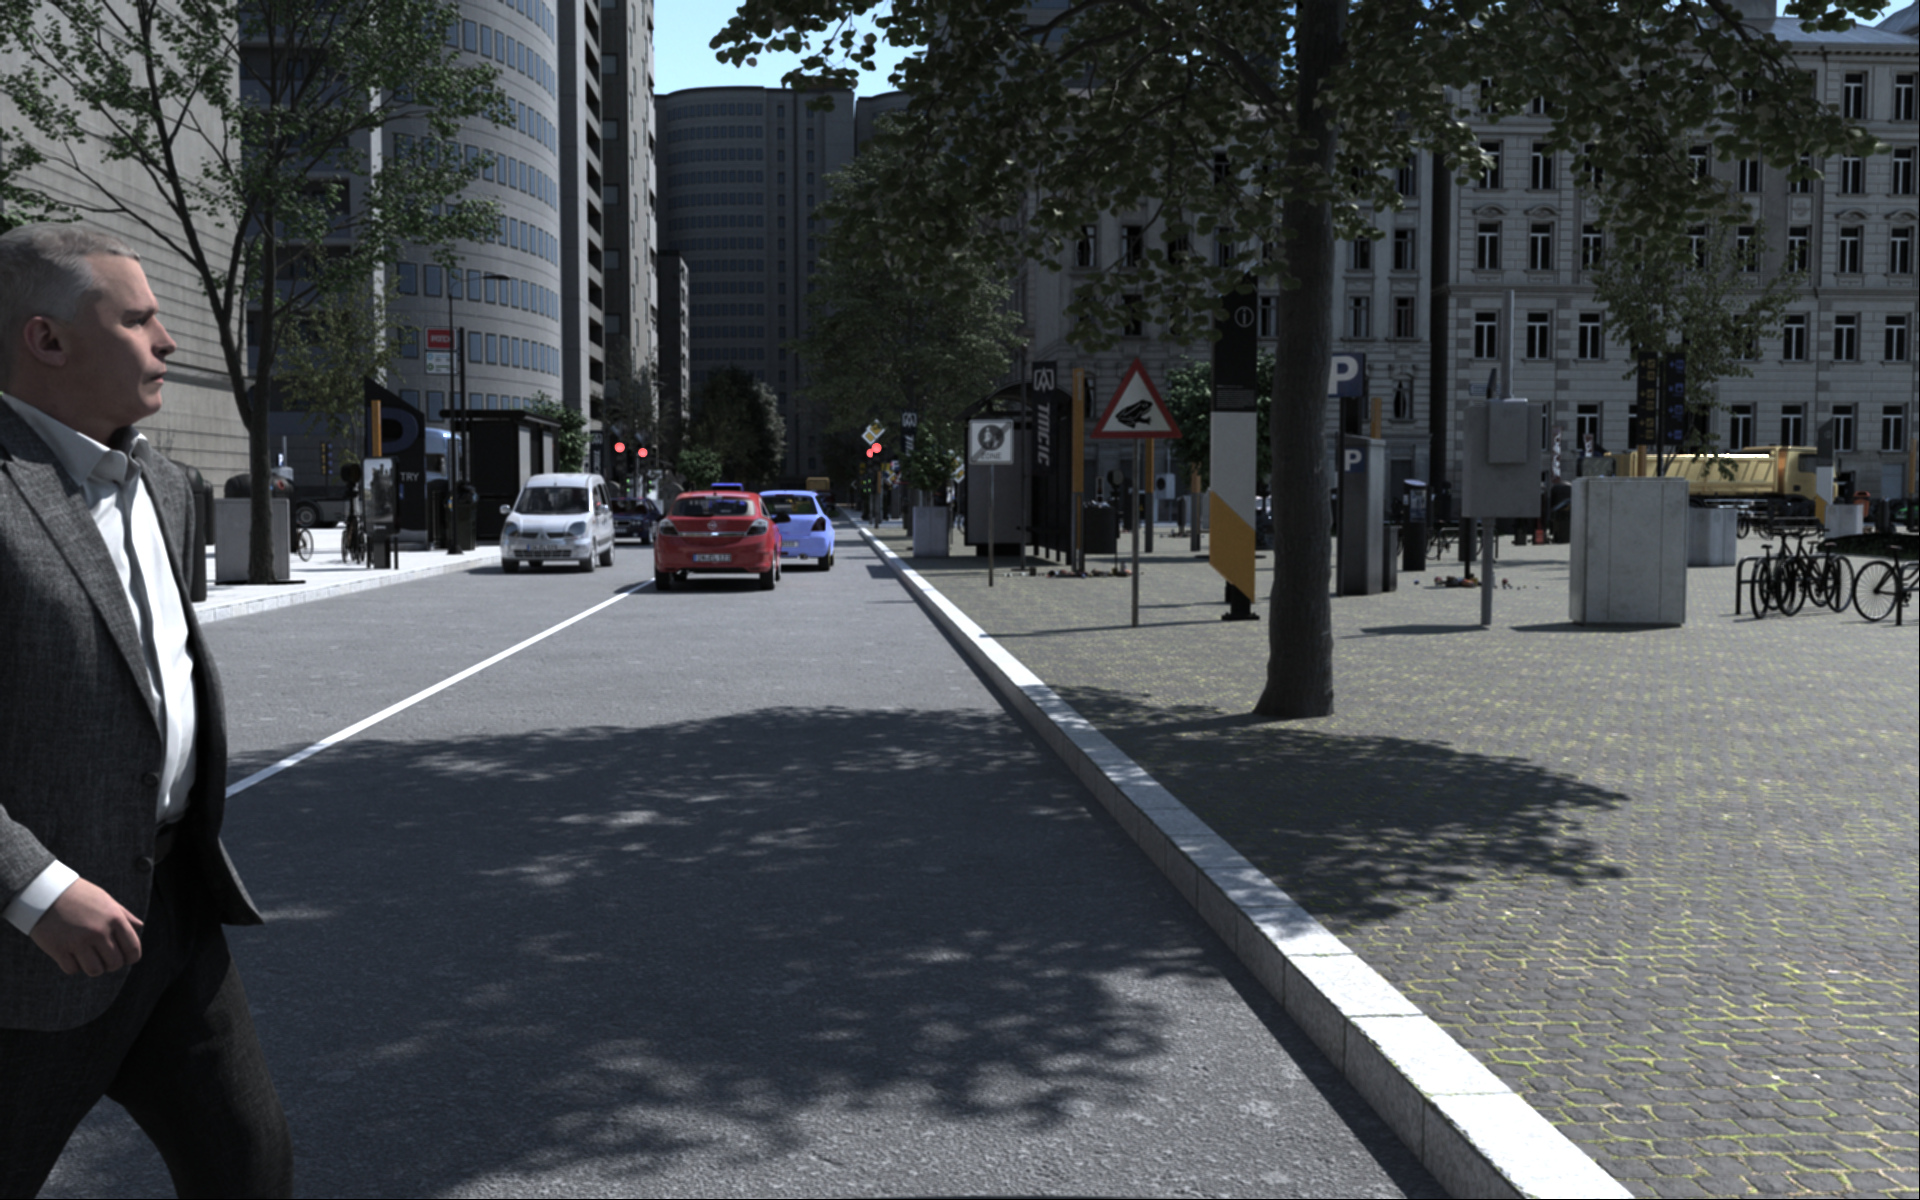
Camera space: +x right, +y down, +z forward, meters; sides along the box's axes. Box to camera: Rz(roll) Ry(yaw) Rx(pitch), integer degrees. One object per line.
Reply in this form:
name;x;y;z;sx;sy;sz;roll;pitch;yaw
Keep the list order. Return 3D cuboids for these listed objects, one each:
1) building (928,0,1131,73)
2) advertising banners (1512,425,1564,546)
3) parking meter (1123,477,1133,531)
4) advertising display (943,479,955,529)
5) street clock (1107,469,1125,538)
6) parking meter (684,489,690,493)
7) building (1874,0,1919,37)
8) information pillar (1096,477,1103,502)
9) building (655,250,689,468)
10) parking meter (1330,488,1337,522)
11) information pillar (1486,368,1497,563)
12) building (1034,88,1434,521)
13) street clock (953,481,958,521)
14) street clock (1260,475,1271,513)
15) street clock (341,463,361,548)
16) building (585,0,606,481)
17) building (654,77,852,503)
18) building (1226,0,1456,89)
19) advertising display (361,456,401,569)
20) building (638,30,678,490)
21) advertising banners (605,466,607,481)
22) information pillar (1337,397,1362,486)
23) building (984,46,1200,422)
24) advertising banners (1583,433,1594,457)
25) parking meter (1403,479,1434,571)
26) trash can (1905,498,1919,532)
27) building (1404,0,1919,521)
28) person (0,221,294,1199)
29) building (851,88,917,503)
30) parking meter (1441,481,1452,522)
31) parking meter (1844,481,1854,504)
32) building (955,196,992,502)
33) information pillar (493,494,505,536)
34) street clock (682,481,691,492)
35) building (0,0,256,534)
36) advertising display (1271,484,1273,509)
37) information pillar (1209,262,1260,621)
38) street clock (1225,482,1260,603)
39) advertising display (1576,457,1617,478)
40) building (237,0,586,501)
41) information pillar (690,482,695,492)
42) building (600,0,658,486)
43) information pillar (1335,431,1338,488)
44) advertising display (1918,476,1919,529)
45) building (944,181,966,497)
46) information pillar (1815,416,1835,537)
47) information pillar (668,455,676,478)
building;7.179;-38.874;177.595;21.231;58.520;28.212;0;4;-4
advertising banners;14.579;-2.901;43.620;2.074;3.025;0.090;-3;4;-37
parking meter;5.930;-3.356;60.584;0.399;1.863;0.255;-1;4;-22
advertising display;-0.400;-3.623;64.452;0.123;1.923;0.974;1;4;19
street clock;4.502;-2.785;50.112;0.471;2.002;0.358;-2;4;-31
parking meter;-15.717;-5.758;99.854;0.255;1.863;0.399;1;4;12
building;57.135;-18.609;90.169;20.117;28.700;13.634;0;4;-4
information pillar;6.115;-4.362;75.809;0.304;2.012;0.304;0;4;2
building;-39.372;-26.518;205.270;14.107;30.474;14.160;0;4;-4
parking meter;13.111;-3.190;60.574;0.372;1.533;0.369;0;3;0
information pillar;9.789;-2.484;31.972;0.183;3.616;0.504;2;4;28
building;13.009;-14.449;85.385;18.267;20.994;9.793;0;4;-4
street clock;-0.348;-4.787;82.837;0.471;2.002;0.358;-3;4;-37
street clock;8.159;-2.562;46.462;0.358;2.002;0.471;3;5;42
street clock;-14.323;-2.215;40.783;0.358;2.002;0.471;1;4;18
building;-39.056;-30.995;130.478;21.300;48.544;21.600;0;4;-4
building;-29.220;-43.143;247.391;28.212;58.520;21.231;0;4;-4
building;45.580;-54.670;206.518;31.000;86.520;22.319;0;4;-4
advertising display;-9.944;-1.501;29.752;0.974;1.923;0.123;3;5;39
building;-40.536;-45.460;181.528;20.563;71.187;20.611;0;4;-4
advertising banners;-22.095;-6.817;107.642;0.090;3.025;2.074;-1;4;-20
information pillar;6.972;-2.410;30.757;0.183;3.616;0.504;-1;4;-20
building;9.187;-19.804;111.185;14.401;28.519;23.554;0;4;-4
advertising banners;18.762;-3.325;50.549;2.074;3.025;0.090;-3;4;-36
parking meter;7.608;-1.258;28.980;0.372;1.533;0.369;0;3;0
trash can;32.048;-2.834;57.987;0.748;1.137;0.748;0;3;0
building;34.634;-17.777;87.910;25.104;27.353;12.463;0;4;-4
person;-1.099;0.404;2.297;0.834;1.777;0.661;0;4;-1
building;-0.842;-43.231;248.823;28.212;58.520;21.231;0;4;-4
parking meter;21.450;-4.323;76.389;0.255;1.863;0.399;-2;4;-27
parking meter;41.124;-4.554;80.166;0.255;1.863;0.399;0;4;-2
building;6.196;-20.698;135.670;12.463;27.353;25.104;0;4;-4
information pillar;-13.658;-2.865;51.337;0.304;2.012;0.304;0;4;-4
street clock;-14.718;-5.428;93.324;0.358;2.002;0.471;2;4;30
building;-42.772;-16.330;43.414;44.131;29.872;17.030;0;4;-4
advertising display;10.434;-3.137;56.504;0.123;1.923;0.974;3;5;40
information pillar;2.783;-1.602;17.545;0.504;3.616;0.183;-1;4;-15
street clock;3.248;-0.973;20.487;0.471;2.002;0.358;0;4;2
advertising display;11.051;-1.523;30.114;0.974;1.923;0.123;-2;4;-34
building;-32.496;-33.643;92.067;21.231;58.520;28.212;0;4;-4
information pillar;-16.052;-6.066;103.674;0.304;2.012;0.304;-2;4;-34
building;-42.217;-34.767;157.682;28.713;52.752;27.495;0;4;-4
information pillar;14.008;-4.459;64.257;0.183;3.616;0.504;0;4;-2
advertising display;17.335;-1.539;30.381;0.974;1.923;0.123;0;4;3
building;5.440;-23.542;156.615;14.160;30.474;14.107;0;4;-4
information pillar;26.069;-3.720;52.174;0.183;3.616;0.504;-3;5;-41
information pillar;-17.344;-6.912;104.365;0.183;3.616;0.504;3;5;45
